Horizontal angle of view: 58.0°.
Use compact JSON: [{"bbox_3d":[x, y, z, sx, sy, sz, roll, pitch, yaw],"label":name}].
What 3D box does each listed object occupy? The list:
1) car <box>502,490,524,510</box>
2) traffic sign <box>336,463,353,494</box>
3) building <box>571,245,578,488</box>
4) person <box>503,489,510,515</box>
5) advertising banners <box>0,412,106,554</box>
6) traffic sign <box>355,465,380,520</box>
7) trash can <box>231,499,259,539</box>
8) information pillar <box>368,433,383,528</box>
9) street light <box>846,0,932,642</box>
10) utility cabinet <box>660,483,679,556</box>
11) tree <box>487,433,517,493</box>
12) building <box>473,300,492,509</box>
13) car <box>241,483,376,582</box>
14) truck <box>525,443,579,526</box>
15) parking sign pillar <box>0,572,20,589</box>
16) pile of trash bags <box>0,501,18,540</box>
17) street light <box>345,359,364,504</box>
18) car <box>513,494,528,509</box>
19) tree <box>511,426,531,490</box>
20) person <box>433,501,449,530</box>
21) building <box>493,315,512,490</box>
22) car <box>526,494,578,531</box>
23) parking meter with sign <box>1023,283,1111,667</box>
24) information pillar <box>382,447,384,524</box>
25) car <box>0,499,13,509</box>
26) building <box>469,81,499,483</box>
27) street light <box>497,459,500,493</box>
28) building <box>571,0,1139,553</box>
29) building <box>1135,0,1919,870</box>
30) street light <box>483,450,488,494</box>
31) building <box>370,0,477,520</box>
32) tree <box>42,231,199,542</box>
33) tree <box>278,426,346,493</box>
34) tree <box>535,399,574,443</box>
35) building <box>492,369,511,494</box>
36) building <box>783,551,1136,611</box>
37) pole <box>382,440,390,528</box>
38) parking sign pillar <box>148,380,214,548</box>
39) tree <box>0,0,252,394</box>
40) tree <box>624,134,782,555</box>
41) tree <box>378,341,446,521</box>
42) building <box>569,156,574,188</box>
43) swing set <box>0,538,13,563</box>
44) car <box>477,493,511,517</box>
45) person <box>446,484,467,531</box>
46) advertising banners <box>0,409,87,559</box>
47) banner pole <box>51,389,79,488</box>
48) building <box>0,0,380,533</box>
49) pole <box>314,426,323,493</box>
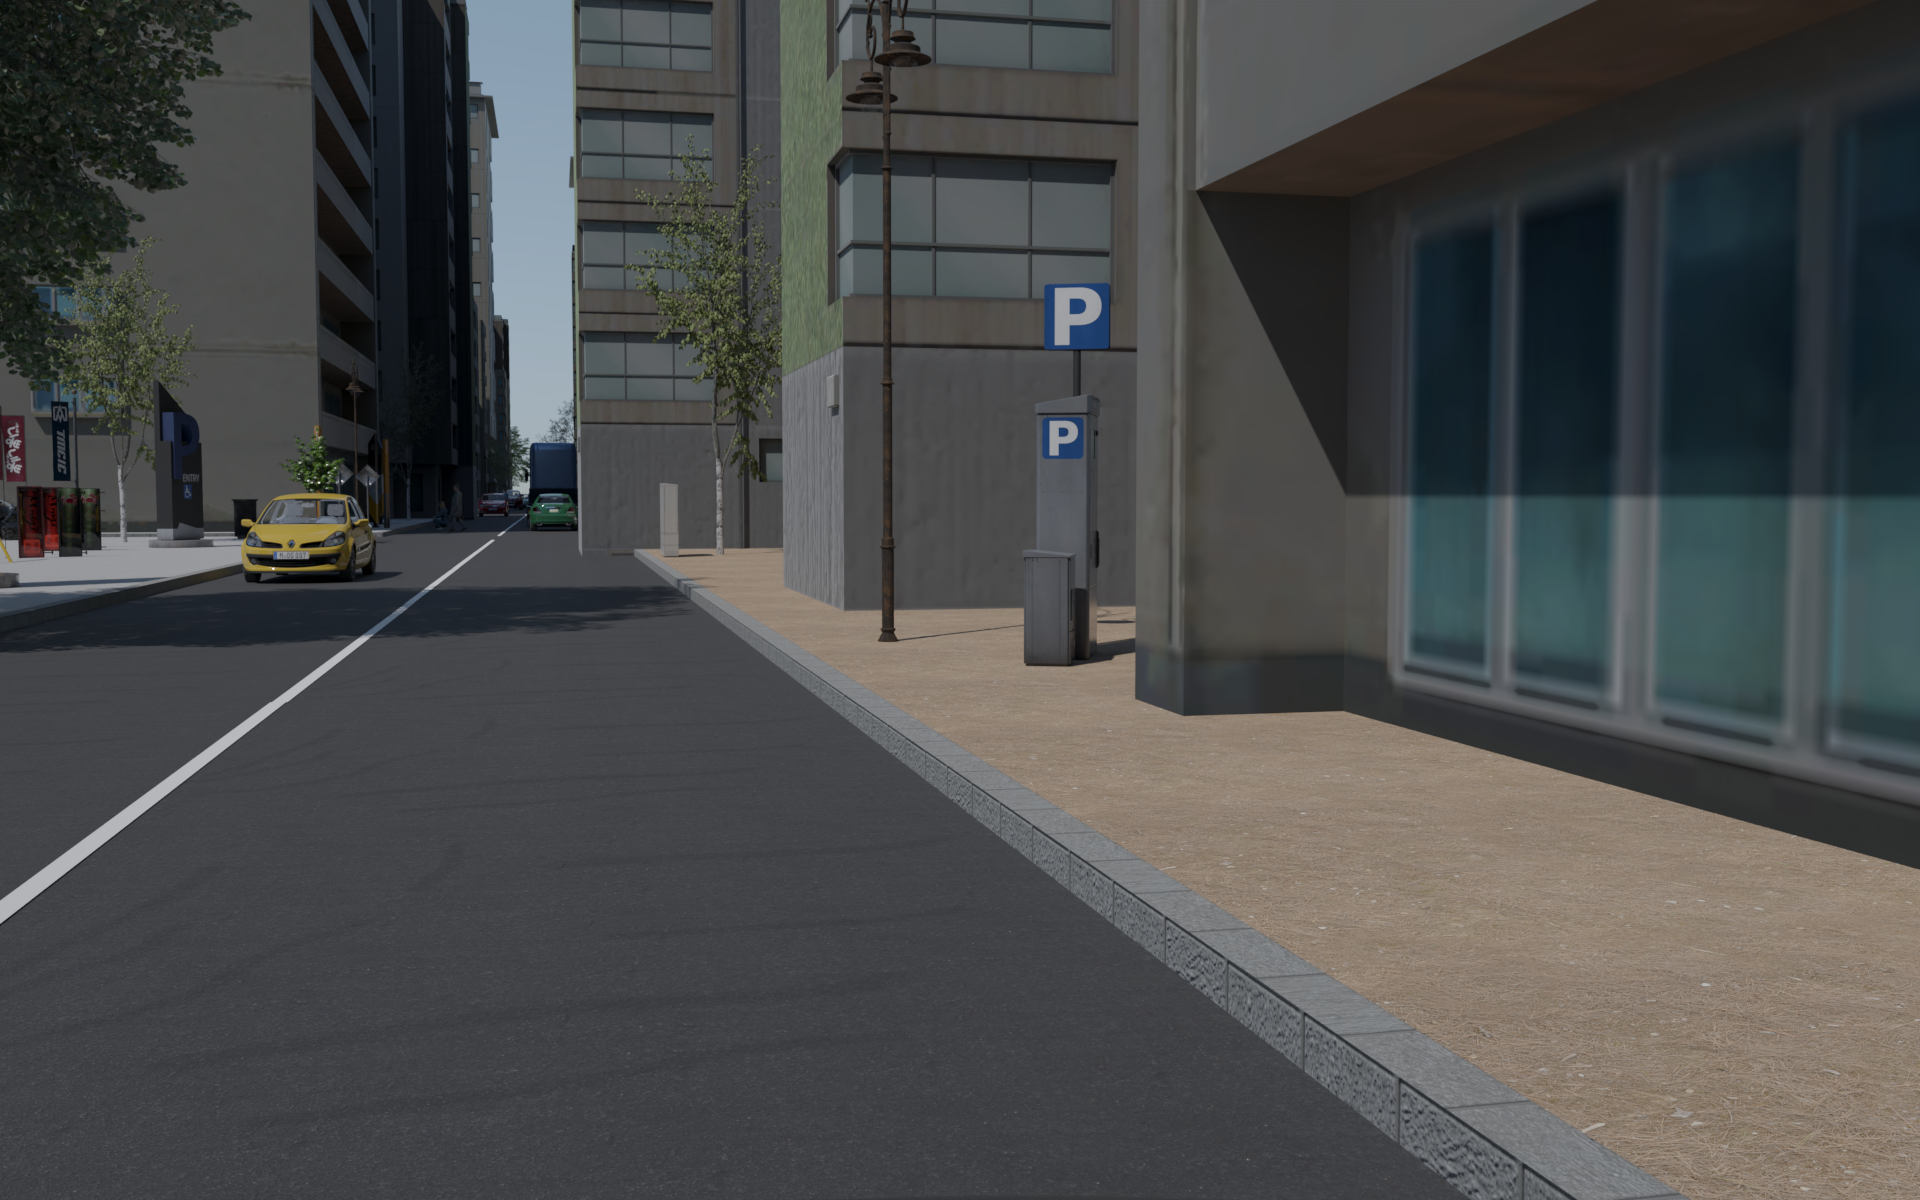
[{"bbox_3d":[-40.442,-9.013,156.032,2.281,1.827,5.304,-1,4,-13],"label":"car"},{"bbox_3d":[-18.440,-2.927,51.495,0.795,2.450,0.064,-1,4,-13],"label":"traffic sign"},{"bbox_3d":[-38.231,-26.385,203.090,14.160,30.474,14.107,-1,4,-13],"label":"building"},{"bbox_3d":[-29.945,-6.458,114.434,0.444,1.785,0.601,0,4,6],"label":"person"},{"bbox_3d":[-20.358,-2.610,38.857,2.074,3.025,0.090,-2,4,-29],"label":"advertising banners"},{"bbox_3d":[-20.263,-3.402,59.270,0.795,2.450,0.064,-1,4,-13],"label":"traffic sign"},{"bbox_3d":[-20.452,-2.319,49.565,0.748,1.137,0.748,0,3,0],"label":"trash can"},{"bbox_3d":[-22.435,-4.579,66.218,0.504,3.616,0.183,3,4,39],"label":"information pillar"},{"bbox_3d":[-0.626,-2.575,14.895,0.468,5.910,1.993,-1,4,-13],"label":"street light"},{"bbox_3d":[-5.967,-1.647,35.610,0.318,1.500,1.173,-1,4,-13],"label":"utility cabinet"},{"bbox_3d":[-55.290,-15.740,207.717,4.360,8.622,3.978,0,3,0],"label":"tree"},{"bbox_3d":[-59.453,-19.471,163.390,27.650,21.520,28.899,-1,4,-13],"label":"building"},{"bbox_3d":[-11.020,-1.175,29.431,2.015,1.641,3.980,-1,4,-11],"label":"car"},{"bbox_3d":[-19.925,-5.822,84.955,2.967,4.110,18.799,-1,4,-13],"label":"truck"},{"bbox_3d":[-13.690,-2.148,23.584,1.447,3.967,1.447,-2,4,-32],"label":"parking sign pillar"},{"bbox_3d":[-27.578,-2.315,47.609,3.447,1.369,1.912,-3,5,-42],"label":"pile of trash bags"},{"bbox_3d":[-20.735,-5.302,59.470,0.468,5.910,1.993,-1,4,-13],"label":"street light"},{"bbox_3d":[-42.693,-9.803,169.075,1.959,1.807,4.718,-1,4,-15],"label":"car"},{"bbox_3d":[-74.415,-22.582,287.343,7.486,12.596,7.792,0,3,0],"label":"tree"},{"bbox_3d":[-20.795,-3.370,69.093,0.738,1.151,1.012,0,4,-2],"label":"person"},{"bbox_3d":[-78.452,-30.699,273.635,14.160,30.474,14.107,-1,4,-13],"label":"building"},{"bbox_3d":[-15.997,-3.452,68.233,2.131,1.459,4.920,-1,4,-13],"label":"car"},{"bbox_3d":[0.823,-1.061,13.617,0.543,3.016,1.738,1,4,10],"label":"parking meter with sign"},{"bbox_3d":[-24.520,-5.014,73.333,0.183,3.616,0.504,-3,4,-36],"label":"information pillar"},{"bbox_3d":[-29.975,-2.623,53.111,3.980,1.641,2.015,-1,4,-11],"label":"car"},{"bbox_3d":[-74.176,-38.763,223.007,28.713,52.752,27.495,-1,4,-13],"label":"building"},{"bbox_3d":[-57.271,-14.828,215.219,0.468,5.910,1.993,-1,4,-13],"label":"street light"},{"bbox_3d":[-3.436,-22.220,46.884,14.154,41.232,14.086,-1,4,-13],"label":"building"},{"bbox_3d":[13.857,-23.111,1.569,21.300,48.544,21.600,-1,4,-13],"label":"building"},{"bbox_3d":[-47.156,-12.192,172.124,0.468,5.910,1.993,-1,4,-13],"label":"street light"},{"bbox_3d":[-33.620,-19.623,92.542,14.160,30.474,14.107,-1,4,-13],"label":"building"},{"bbox_3d":[-22.208,-5.834,45.751,4.737,8.622,4.395,0,3,0],"label":"tree"},{"bbox_3d":[-18.322,-3.360,49.538,1.663,3.219,1.824,0,3,0],"label":"tree"},{"bbox_3d":[-48.175,-18.778,217.393,12.009,13.543,11.850,0,3,0],"label":"tree"},{"bbox_3d":[-79.912,-24.862,251.525,27.650,21.520,28.899,-1,4,-13],"label":"building"},{"bbox_3d":[4.002,-20.941,25.982,14.154,41.232,14.086,-1,4,-13],"label":"building"},{"bbox_3d":[-21.468,-4.340,64.795,0.158,3.312,0.155,0,3,0],"label":"pole"},{"bbox_3d":[-18.801,-3.255,41.696,1.447,3.967,1.447,0,4,8],"label":"parking sign pillar"},{"bbox_3d":[-11.018,-6.704,16.271,9.857,13.997,8.962,0,3,0],"label":"tree"},{"bbox_3d":[-4.829,-5.259,36.351,4.737,8.622,4.395,0,3,0],"label":"tree"},{"bbox_3d":[-26.760,-8.125,83.211,4.360,8.622,3.978,0,3,0],"label":"tree"},{"bbox_3d":[-44.791,-41.353,265.356,28.713,52.752,27.495,-1,4,-13],"label":"building"},{"bbox_3d":[-19.021,-2.036,30.911,2.862,2.851,3.119,0,4,-6],"label":"swing set"},{"bbox_3d":[-29.844,-6.223,110.781,2.155,1.783,4.494,-1,4,-14],"label":"car"},{"bbox_3d":[-19.478,-3.571,66.981,0.767,1.812,0.694,-1,4,-10],"label":"person"},{"bbox_3d":[-18.617,-2.356,34.705,0.090,3.025,2.074,3,5,40],"label":"advertising banners"},{"bbox_3d":[-21.256,-3.135,41.267,0.401,3.779,0.863,2,4,25],"label":"banner pole"},{"bbox_3d":[-34.516,-27.008,65.278,21.300,48.544,21.600,-1,4,-13],"label":"building"},{"bbox_3d":[-19.194,-3.549,51.866,0.158,3.312,0.155,0,3,0],"label":"pole"}]
